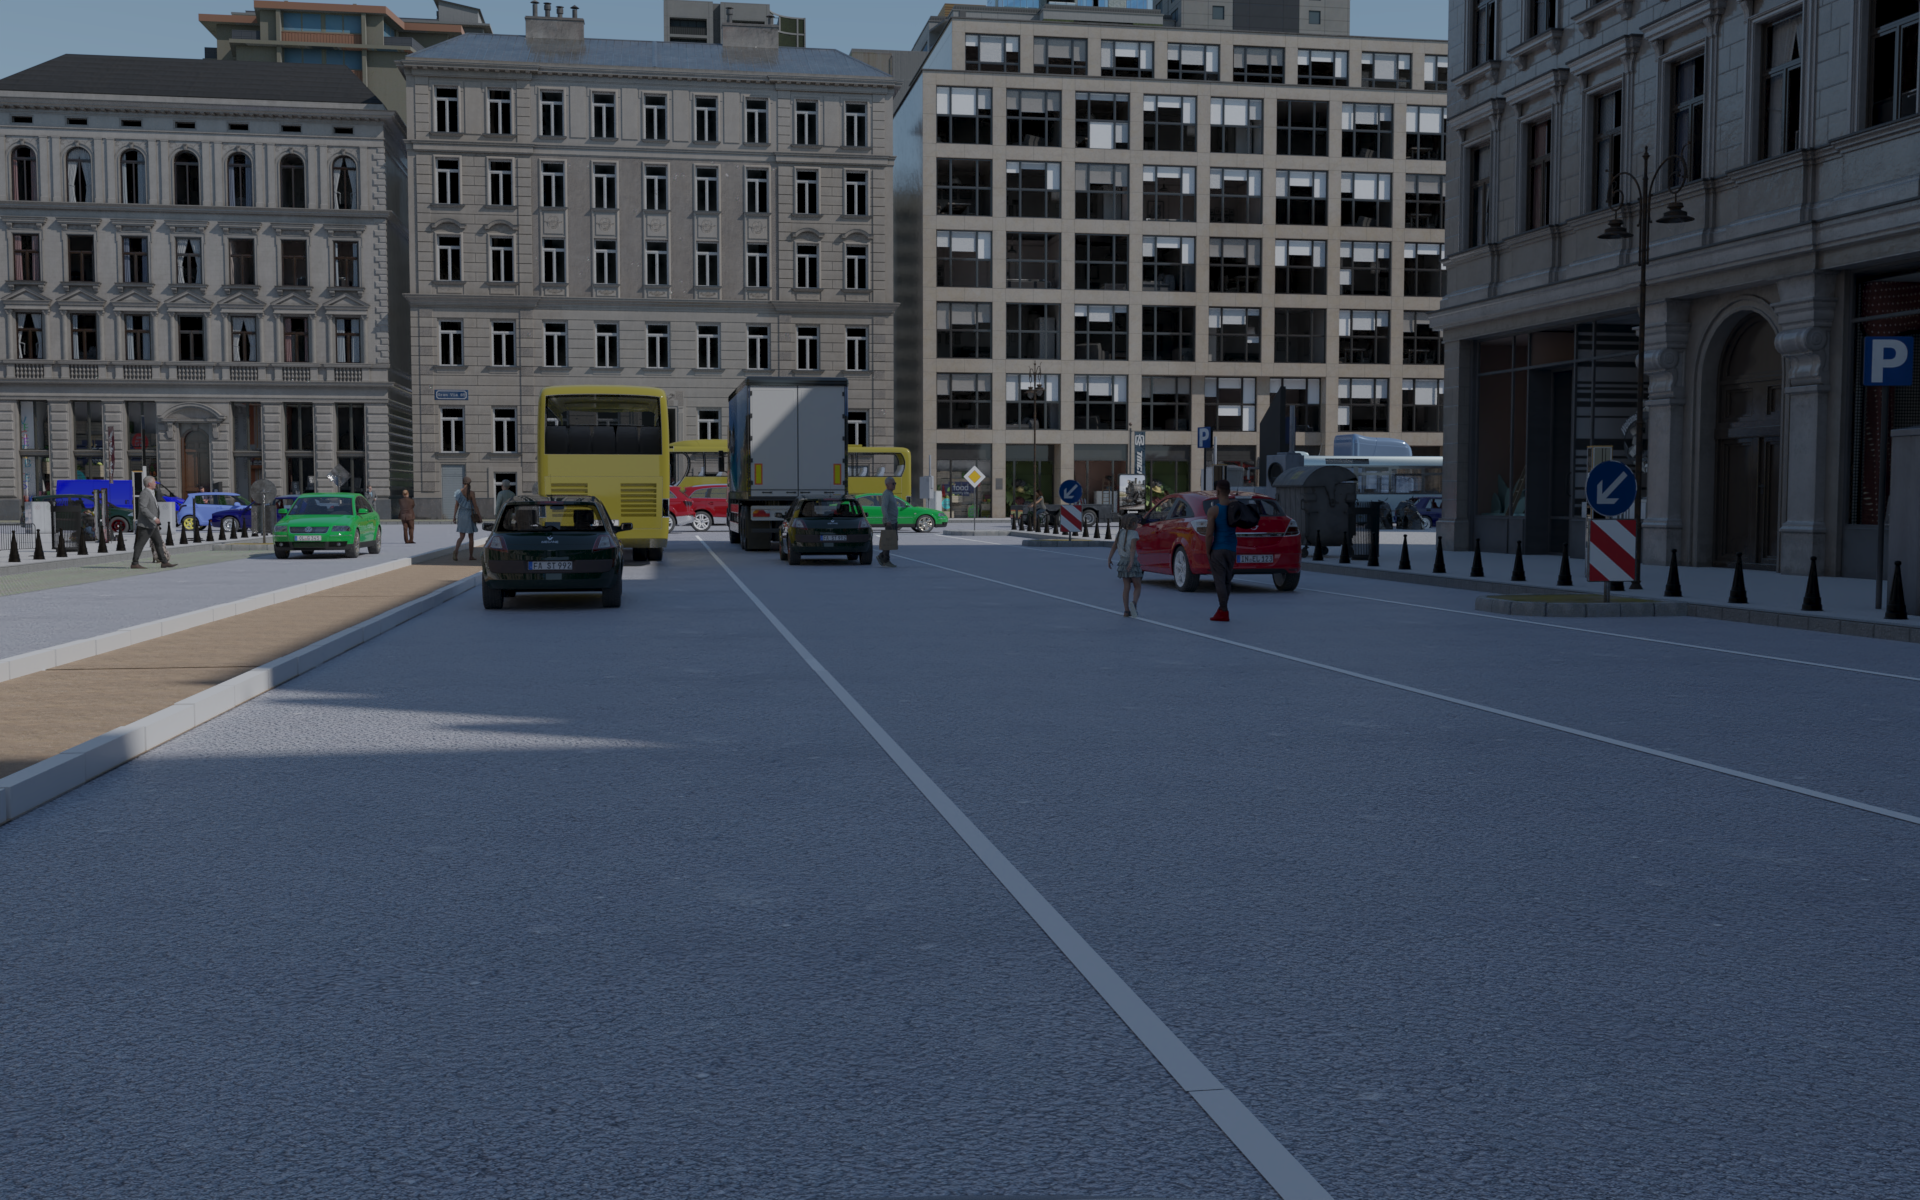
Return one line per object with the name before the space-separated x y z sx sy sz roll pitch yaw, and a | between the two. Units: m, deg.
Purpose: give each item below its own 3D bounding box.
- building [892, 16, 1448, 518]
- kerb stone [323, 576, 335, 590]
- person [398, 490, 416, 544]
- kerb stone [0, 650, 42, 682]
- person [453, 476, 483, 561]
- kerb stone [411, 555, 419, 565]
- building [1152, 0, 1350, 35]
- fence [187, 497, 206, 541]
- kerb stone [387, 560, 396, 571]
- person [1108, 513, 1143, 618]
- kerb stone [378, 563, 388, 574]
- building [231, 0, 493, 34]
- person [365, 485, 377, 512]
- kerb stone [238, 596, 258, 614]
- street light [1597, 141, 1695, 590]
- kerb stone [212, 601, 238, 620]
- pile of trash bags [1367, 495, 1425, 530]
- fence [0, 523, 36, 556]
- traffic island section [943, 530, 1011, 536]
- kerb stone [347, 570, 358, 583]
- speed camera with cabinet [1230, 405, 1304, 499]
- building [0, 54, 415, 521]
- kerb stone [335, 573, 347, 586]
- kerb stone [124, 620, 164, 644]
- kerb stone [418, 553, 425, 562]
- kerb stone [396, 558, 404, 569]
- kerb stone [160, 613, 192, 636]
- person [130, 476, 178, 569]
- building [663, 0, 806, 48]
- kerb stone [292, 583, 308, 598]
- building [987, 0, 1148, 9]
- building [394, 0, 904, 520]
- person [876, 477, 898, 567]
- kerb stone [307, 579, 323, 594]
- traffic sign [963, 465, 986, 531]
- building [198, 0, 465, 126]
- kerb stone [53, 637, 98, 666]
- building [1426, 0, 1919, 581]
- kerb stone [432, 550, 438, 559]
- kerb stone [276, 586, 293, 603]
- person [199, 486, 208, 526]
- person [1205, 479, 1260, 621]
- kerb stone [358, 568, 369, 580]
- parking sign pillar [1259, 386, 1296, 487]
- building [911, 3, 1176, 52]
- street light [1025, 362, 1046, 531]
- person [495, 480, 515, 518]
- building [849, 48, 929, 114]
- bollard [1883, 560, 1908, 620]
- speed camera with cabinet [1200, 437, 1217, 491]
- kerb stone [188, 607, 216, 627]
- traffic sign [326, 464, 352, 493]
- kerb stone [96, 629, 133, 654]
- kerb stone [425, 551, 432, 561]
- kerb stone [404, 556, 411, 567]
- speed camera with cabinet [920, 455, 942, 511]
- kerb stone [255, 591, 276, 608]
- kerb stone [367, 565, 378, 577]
building | 13.172 -18.226 102.504 34.151 26.468 19.350 -1 4 -10
kerb stone | -9.553 -0.229 25.945 0.120 0.150 1.000 -1 4 -10
person | -15.964 -2.398 49.971 0.482 1.546 0.388 0 4 -4
kerb stone | -7.435 0.515 13.775 0.120 0.150 1.000 -1 4 -10
person | -10.542 -1.740 37.049 0.616 1.811 0.778 1 4 15
kerb stone | -11.131 -0.785 35.045 0.120 0.150 1.000 -1 4 -10
building | 33.734 -47.305 211.691 20.611 71.187 20.563 -1 4 -10
fence | -21.316 -2.264 48.215 0.480 1.192 2.264 -2 4 -25
kerb stone | -10.612 -0.599 32.013 0.120 0.150 1.000 -1 4 -10
person | 1.903 -0.406 20.156 0.505 1.210 0.382 3 5 39
kerb stone | -10.433 -0.535 31.000 0.120 0.150 1.000 -1 4 -10
building | -64.621 -36.884 192.285 27.495 52.752 28.713 -1 4 -10
person | -26.772 -4.319 78.915 0.655 1.846 0.447 -3 5 -43
kerb stone | -8.667 0.086 20.874 0.120 0.150 1.000 -1 4 -10
street light | 9.109 -3.081 23.165 0.468 5.910 1.993 -1 4 -10
kerb stone | -8.495 0.143 19.861 0.120 0.150 1.000 -1 4 -10
pile of trash bags | 16.472 -3.250 62.893 3.447 1.369 1.912 1 4 16
fence | -19.093 -1.177 34.625 0.278 0.683 2.069 0 4 5
traffic island section | 0.528 -2.350 60.700 2.009 0.180 2.903 -1 4 -10
kerb stone | -9.907 -0.353 27.968 0.120 0.150 1.000 -1 4 -10
speed camera with cabinet | 6.924 -2.747 39.248 0.660 3.252 2.038 -2 4 -28
building | -38.464 -15.926 89.272 19.941 23.489 11.050 -1 4 -10
kerb stone | -9.730 -0.291 26.958 0.120 0.150 1.000 -1 4 -10
kerb stone | -7.966 0.329 16.824 0.120 0.150 1.000 -1 4 -10
kerb stone | -11.317 -0.848 36.054 0.120 0.150 1.000 -1 4 -10
kerb stone | -10.787 -0.662 33.024 0.120 0.150 1.000 -1 4 -10
kerb stone | -8.136 0.267 17.835 0.120 0.150 1.000 -1 4 -10
person | -15.431 -1.482 33.125 0.834 1.777 0.661 -2 4 -24
building | -32.988 -50.003 255.803 20.611 71.187 20.563 -1 4 -10
kerb stone | -9.200 -0.105 23.918 0.120 0.150 1.000 -1 4 -10
building | 16.729 -58.219 264.545 31.000 86.520 22.319 -1 4 -10
building | -16.299 -18.097 93.147 25.104 27.353 12.463 -1 4 -10
person | -1.426 -1.515 33.752 0.515 1.767 0.782 0 4 6
kerb stone | -9.375 -0.168 24.936 0.120 0.150 1.000 -1 4 -10
traffic sign | 0.506 -3.485 60.619 0.795 2.450 0.064 -1 4 -10
building | -55.710 -30.821 158.544 22.147 44.769 28.867 -1 4 -10
kerb stone | -7.608 0.453 14.789 0.120 0.150 1.000 -1 4 -10
building | 15.476 -11.467 38.402 10.553 20.767 40.483 -1 4 -10
kerb stone | -11.665 -0.971 38.078 0.120 0.150 1.000 -1 4 -10
kerb stone | -9.019 -0.044 22.909 0.120 0.150 1.000 -1 4 -10
person | -33.348 -4.134 76.536 0.683 1.767 0.568 -2 4 -32
person | 3.022 -0.563 19.580 0.647 1.594 0.662 -2 4 -34
kerb stone | -10.085 -0.412 28.979 0.120 0.150 1.000 -1 4 -10
parking sign pillar | 8.054 -3.398 44.033 1.447 3.967 1.447 -1 4 -13
building | 9.616 -40.752 208.292 28.212 58.520 21.231 -1 4 -10
street light | 2.590 -5.332 59.972 0.468 5.910 1.993 -1 4 -10
person | -10.580 -1.938 40.668 0.515 1.767 0.782 2 4 31
building | -3.938 -29.379 163.946 14.154 41.232 14.086 -1 4 -10
bollard | 9.607 -0.105 17.757 0.229 0.601 0.229 0 3 0
speed camera with cabinet | 8.750 -4.033 60.275 0.660 3.252 2.038 1 4 14
kerb stone | -8.321 0.208 18.847 0.120 0.150 1.000 -1 4 -10
traffic sign | -20.428 -3.264 57.008 0.795 2.450 0.064 -1 4 -10
kerb stone | -7.782 0.398 15.804 0.120 0.150 1.000 -1 4 -10
kerb stone | -11.492 -0.909 37.064 0.120 0.150 1.000 -1 4 -10
kerb stone | -10.966 -0.724 34.033 0.120 0.150 1.000 -1 4 -10
speed camera with cabinet | -1.503 -5.757 88.468 0.660 3.252 2.038 1 4 16
kerb stone | -8.851 0.019 21.893 0.120 0.150 1.000 -1 4 -10
kerb stone | -10.258 -0.476 29.990 0.120 0.150 1.000 -1 4 -10
